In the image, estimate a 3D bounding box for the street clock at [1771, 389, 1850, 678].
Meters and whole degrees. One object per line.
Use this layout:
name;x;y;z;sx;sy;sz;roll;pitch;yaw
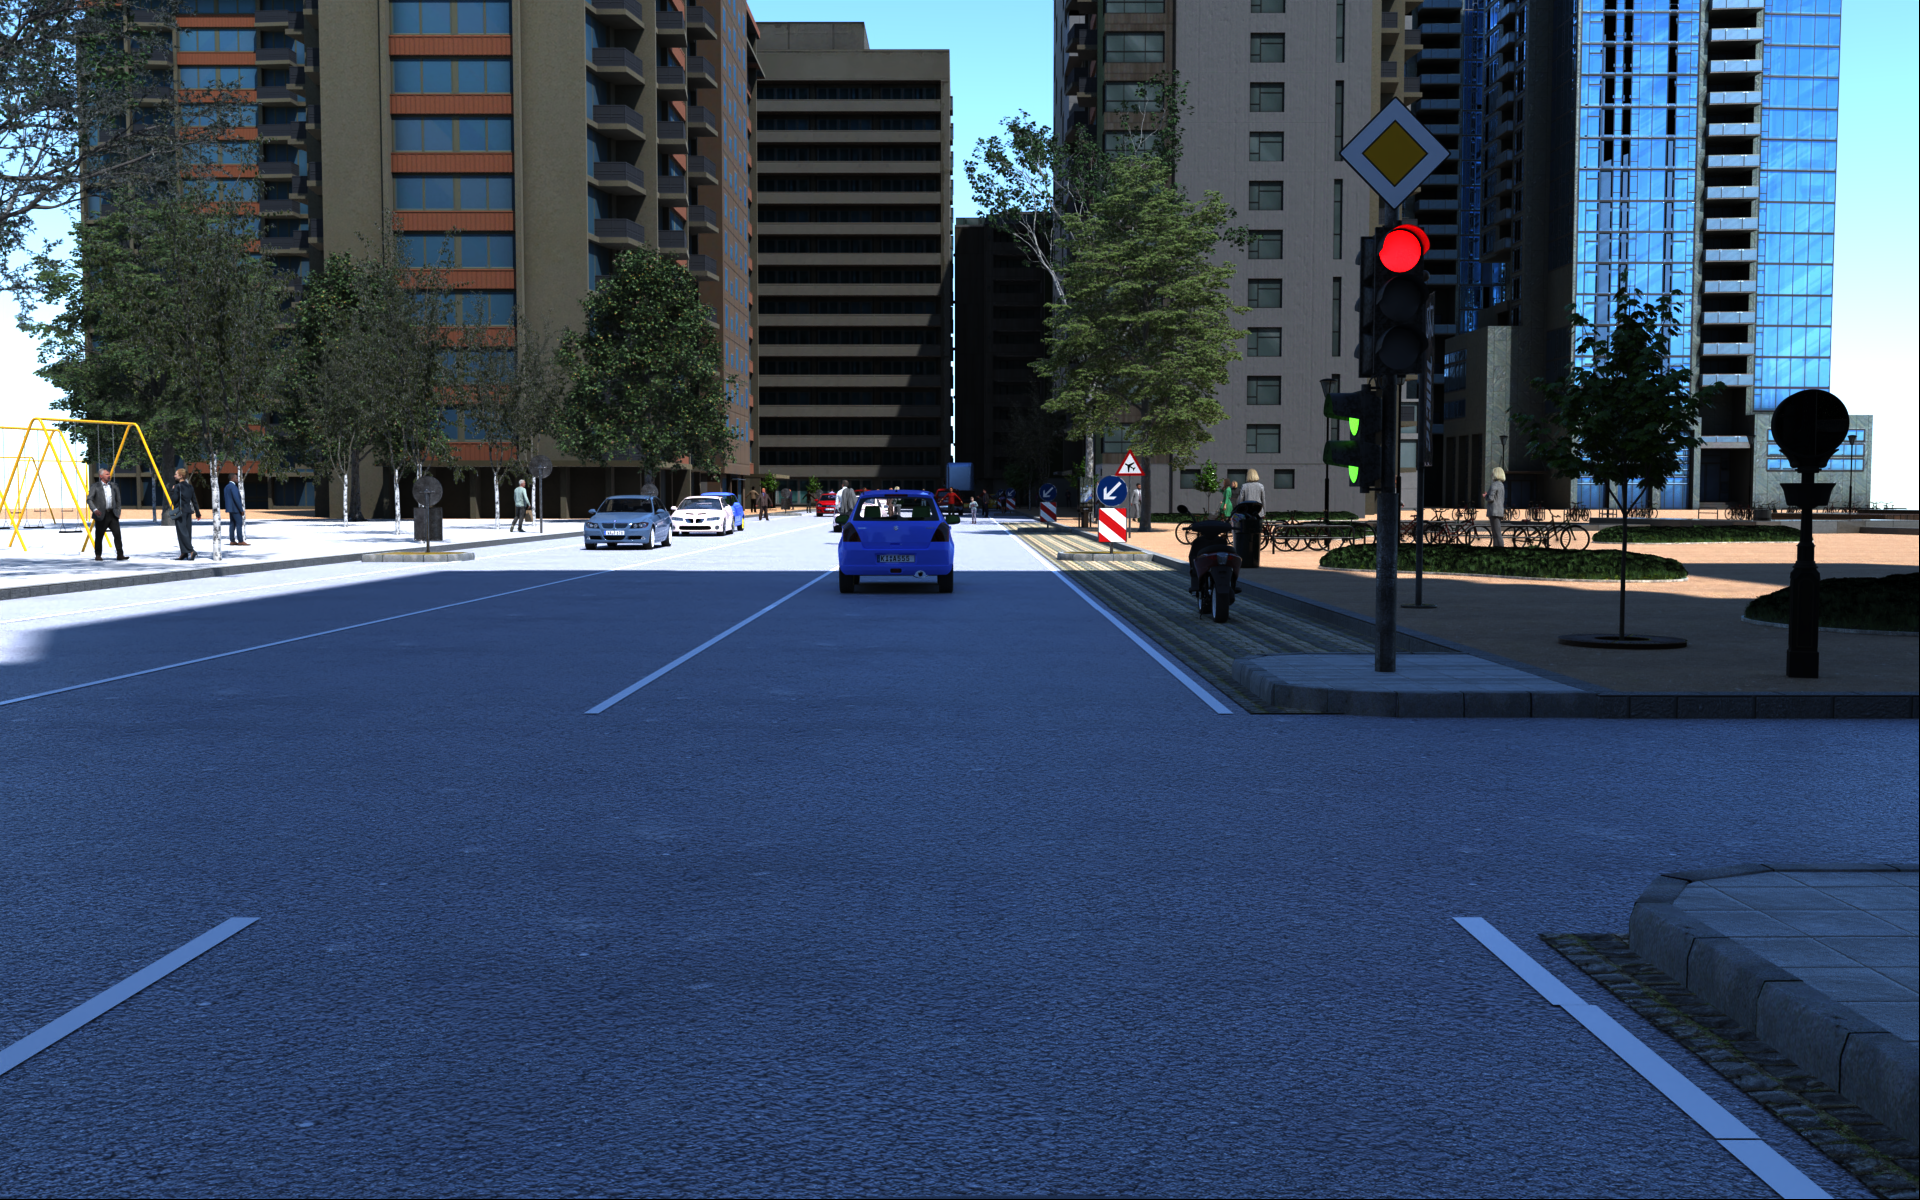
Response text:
street clock;5.913;-0.461;12.100;0.471;2.002;0.358;1;4;20

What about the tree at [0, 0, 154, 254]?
tree;-33.195;-12.162;54.738;12.611;20.169;13.585;0;3;0

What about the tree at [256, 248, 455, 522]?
tree;-28.265;-10.029;80.981;9.611;12.733;9.660;0;3;0

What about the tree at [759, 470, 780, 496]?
tree;-15.185;-8.727;137.284;1.663;3.219;1.824;0;3;0

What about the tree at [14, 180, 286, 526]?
tree;-32.012;-9.959;69.490;9.857;13.997;8.962;0;3;0

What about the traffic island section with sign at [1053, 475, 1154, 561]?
traffic island section with sign;3.137;-1.777;37.690;1.989;1.847;2.006;0;3;0

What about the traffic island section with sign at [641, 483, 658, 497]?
traffic island section with sign;-11.546;-3.402;64.255;1.989;1.847;2.006;0;3;0

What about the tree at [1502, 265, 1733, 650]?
tree;5.696;-1.236;14.818;1.663;3.219;1.824;0;3;0

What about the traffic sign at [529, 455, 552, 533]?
traffic sign;-13.704;-3.456;56.616;0.768;2.556;0.104;0;4;3

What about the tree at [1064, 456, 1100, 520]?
tree;6.332;-5.679;87.458;1.663;3.219;1.824;0;3;0

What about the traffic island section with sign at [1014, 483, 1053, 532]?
traffic island section with sign;3.168;-3.458;65.165;1.989;1.847;2.006;0;3;0

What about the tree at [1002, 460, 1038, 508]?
tree;5.422;-10.464;154.792;4.285;4.588;4.351;0;3;0

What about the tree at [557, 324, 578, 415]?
tree;-17.071;-7.224;68.477;4.360;8.622;3.978;0;3;0

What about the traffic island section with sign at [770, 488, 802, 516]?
traffic island section with sign;-11.503;-6.478;114.540;1.989;1.847;2.006;0;3;0

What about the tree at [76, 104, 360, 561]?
tree;-14.307;-5.048;32.905;4.360;8.622;3.978;0;3;0

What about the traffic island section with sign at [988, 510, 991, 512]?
traffic island section with sign;3.255;-8.156;141.971;1.989;1.847;2.006;0;3;0

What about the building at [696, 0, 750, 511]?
building;-22.930;-28.974;123.837;14.600;45.320;14.200;0;3;0

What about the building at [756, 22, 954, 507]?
building;-11.518;-34.173;182.434;21.600;48.544;21.300;0;3;0

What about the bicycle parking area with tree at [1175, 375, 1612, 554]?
bicycle parking area with tree;9.556;-3.277;40.585;9.016;4.147;8.231;0;4;8

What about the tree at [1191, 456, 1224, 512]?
tree;12.615;-5.656;87.083;1.663;3.219;1.824;0;3;0

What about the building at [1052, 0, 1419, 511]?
building;21.949;-34.093;146.666;28.713;52.752;27.495;0;3;0

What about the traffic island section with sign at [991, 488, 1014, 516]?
traffic island section with sign;3.228;-6.494;114.812;1.989;1.847;2.006;0;3;0

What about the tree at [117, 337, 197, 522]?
tree;-36.570;-7.865;78.962;4.737;8.622;4.395;0;3;0

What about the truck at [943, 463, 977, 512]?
truck;0.020;-9.301;141.824;2.967;4.110;18.799;0;3;0

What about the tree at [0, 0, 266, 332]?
tree;-15.181;-6.942;23.869;12.009;13.543;11.850;0;3;0

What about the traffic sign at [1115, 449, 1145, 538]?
traffic sign;4.930;-3.076;50.292;0.884;2.594;0.081;0;4;2

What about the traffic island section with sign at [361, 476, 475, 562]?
traffic island section with sign;-11.585;-1.754;37.300;1.989;1.847;2.006;0;3;0

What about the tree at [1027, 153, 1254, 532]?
tree;6.168;-8.601;58.752;7.486;12.596;7.792;0;3;0

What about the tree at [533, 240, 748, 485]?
tree;-14.229;-9.874;78.446;9.611;12.733;9.660;0;3;0

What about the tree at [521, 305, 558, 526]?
tree;-16.737;-6.854;62.426;4.360;8.622;3.978;0;3;0

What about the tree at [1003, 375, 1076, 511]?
tree;4.956;-9.415;104.305;4.360;8.622;3.978;0;3;0

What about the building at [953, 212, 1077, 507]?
building;6.333;-24.969;179.944;14.107;30.474;14.160;0;3;0

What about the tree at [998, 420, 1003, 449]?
tree;5.133;-11.170;132.990;4.360;8.622;3.978;0;3;0

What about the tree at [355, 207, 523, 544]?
tree;-13.932;-5.750;44.378;4.360;8.622;3.978;0;3;0

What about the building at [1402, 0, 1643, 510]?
building;51.457;-53.169;181.991;31.000;86.520;22.319;0;3;0

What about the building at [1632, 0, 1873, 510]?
building;60.237;-51.145;148.886;31.000;86.520;22.319;0;3;0

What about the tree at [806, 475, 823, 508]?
tree;-13.871;-10.279;162.664;1.663;3.219;1.824;0;3;0

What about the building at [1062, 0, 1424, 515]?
building;18.582;-28.376;118.571;22.147;44.769;28.867;0;3;0

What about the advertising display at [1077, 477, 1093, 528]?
advertising display;4.794;-3.745;66.442;0.123;1.923;0.974;2;4;35

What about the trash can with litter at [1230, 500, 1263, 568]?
trash can with litter;4.899;-1.159;30.335;0.624;1.170;1.055;-1;4;-10

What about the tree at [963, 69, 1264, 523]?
tree;7.124;-13.510;76.781;12.611;20.169;13.585;0;3;0

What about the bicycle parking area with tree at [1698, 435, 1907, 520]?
bicycle parking area with tree;40.791;-5.927;83.916;8.231;4.147;9.016;0;4;7

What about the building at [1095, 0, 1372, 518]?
building;14.504;-19.898;97.025;14.160;30.474;14.107;0;3;0

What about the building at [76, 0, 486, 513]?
building;-59.309;-30.336;150.622;28.867;44.769;22.147;0;3;0

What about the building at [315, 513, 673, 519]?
building;-26.308;-27.350;101.794;22.147;44.769;28.867;0;3;0

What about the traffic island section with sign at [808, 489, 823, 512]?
traffic island section with sign;-11.471;-8.148;141.844;1.989;1.847;2.006;0;3;0

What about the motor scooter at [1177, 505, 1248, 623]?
motor scooter;2.905;-0.432;19.842;0.815;1.314;1.986;0;4;2

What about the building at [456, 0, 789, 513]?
building;-30.397;-30.307;150.148;28.867;44.769;22.147;0;3;0

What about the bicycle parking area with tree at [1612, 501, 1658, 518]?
bicycle parking area with tree;28.713;-5.892;83.335;9.016;4.147;8.231;-3;4;-36
